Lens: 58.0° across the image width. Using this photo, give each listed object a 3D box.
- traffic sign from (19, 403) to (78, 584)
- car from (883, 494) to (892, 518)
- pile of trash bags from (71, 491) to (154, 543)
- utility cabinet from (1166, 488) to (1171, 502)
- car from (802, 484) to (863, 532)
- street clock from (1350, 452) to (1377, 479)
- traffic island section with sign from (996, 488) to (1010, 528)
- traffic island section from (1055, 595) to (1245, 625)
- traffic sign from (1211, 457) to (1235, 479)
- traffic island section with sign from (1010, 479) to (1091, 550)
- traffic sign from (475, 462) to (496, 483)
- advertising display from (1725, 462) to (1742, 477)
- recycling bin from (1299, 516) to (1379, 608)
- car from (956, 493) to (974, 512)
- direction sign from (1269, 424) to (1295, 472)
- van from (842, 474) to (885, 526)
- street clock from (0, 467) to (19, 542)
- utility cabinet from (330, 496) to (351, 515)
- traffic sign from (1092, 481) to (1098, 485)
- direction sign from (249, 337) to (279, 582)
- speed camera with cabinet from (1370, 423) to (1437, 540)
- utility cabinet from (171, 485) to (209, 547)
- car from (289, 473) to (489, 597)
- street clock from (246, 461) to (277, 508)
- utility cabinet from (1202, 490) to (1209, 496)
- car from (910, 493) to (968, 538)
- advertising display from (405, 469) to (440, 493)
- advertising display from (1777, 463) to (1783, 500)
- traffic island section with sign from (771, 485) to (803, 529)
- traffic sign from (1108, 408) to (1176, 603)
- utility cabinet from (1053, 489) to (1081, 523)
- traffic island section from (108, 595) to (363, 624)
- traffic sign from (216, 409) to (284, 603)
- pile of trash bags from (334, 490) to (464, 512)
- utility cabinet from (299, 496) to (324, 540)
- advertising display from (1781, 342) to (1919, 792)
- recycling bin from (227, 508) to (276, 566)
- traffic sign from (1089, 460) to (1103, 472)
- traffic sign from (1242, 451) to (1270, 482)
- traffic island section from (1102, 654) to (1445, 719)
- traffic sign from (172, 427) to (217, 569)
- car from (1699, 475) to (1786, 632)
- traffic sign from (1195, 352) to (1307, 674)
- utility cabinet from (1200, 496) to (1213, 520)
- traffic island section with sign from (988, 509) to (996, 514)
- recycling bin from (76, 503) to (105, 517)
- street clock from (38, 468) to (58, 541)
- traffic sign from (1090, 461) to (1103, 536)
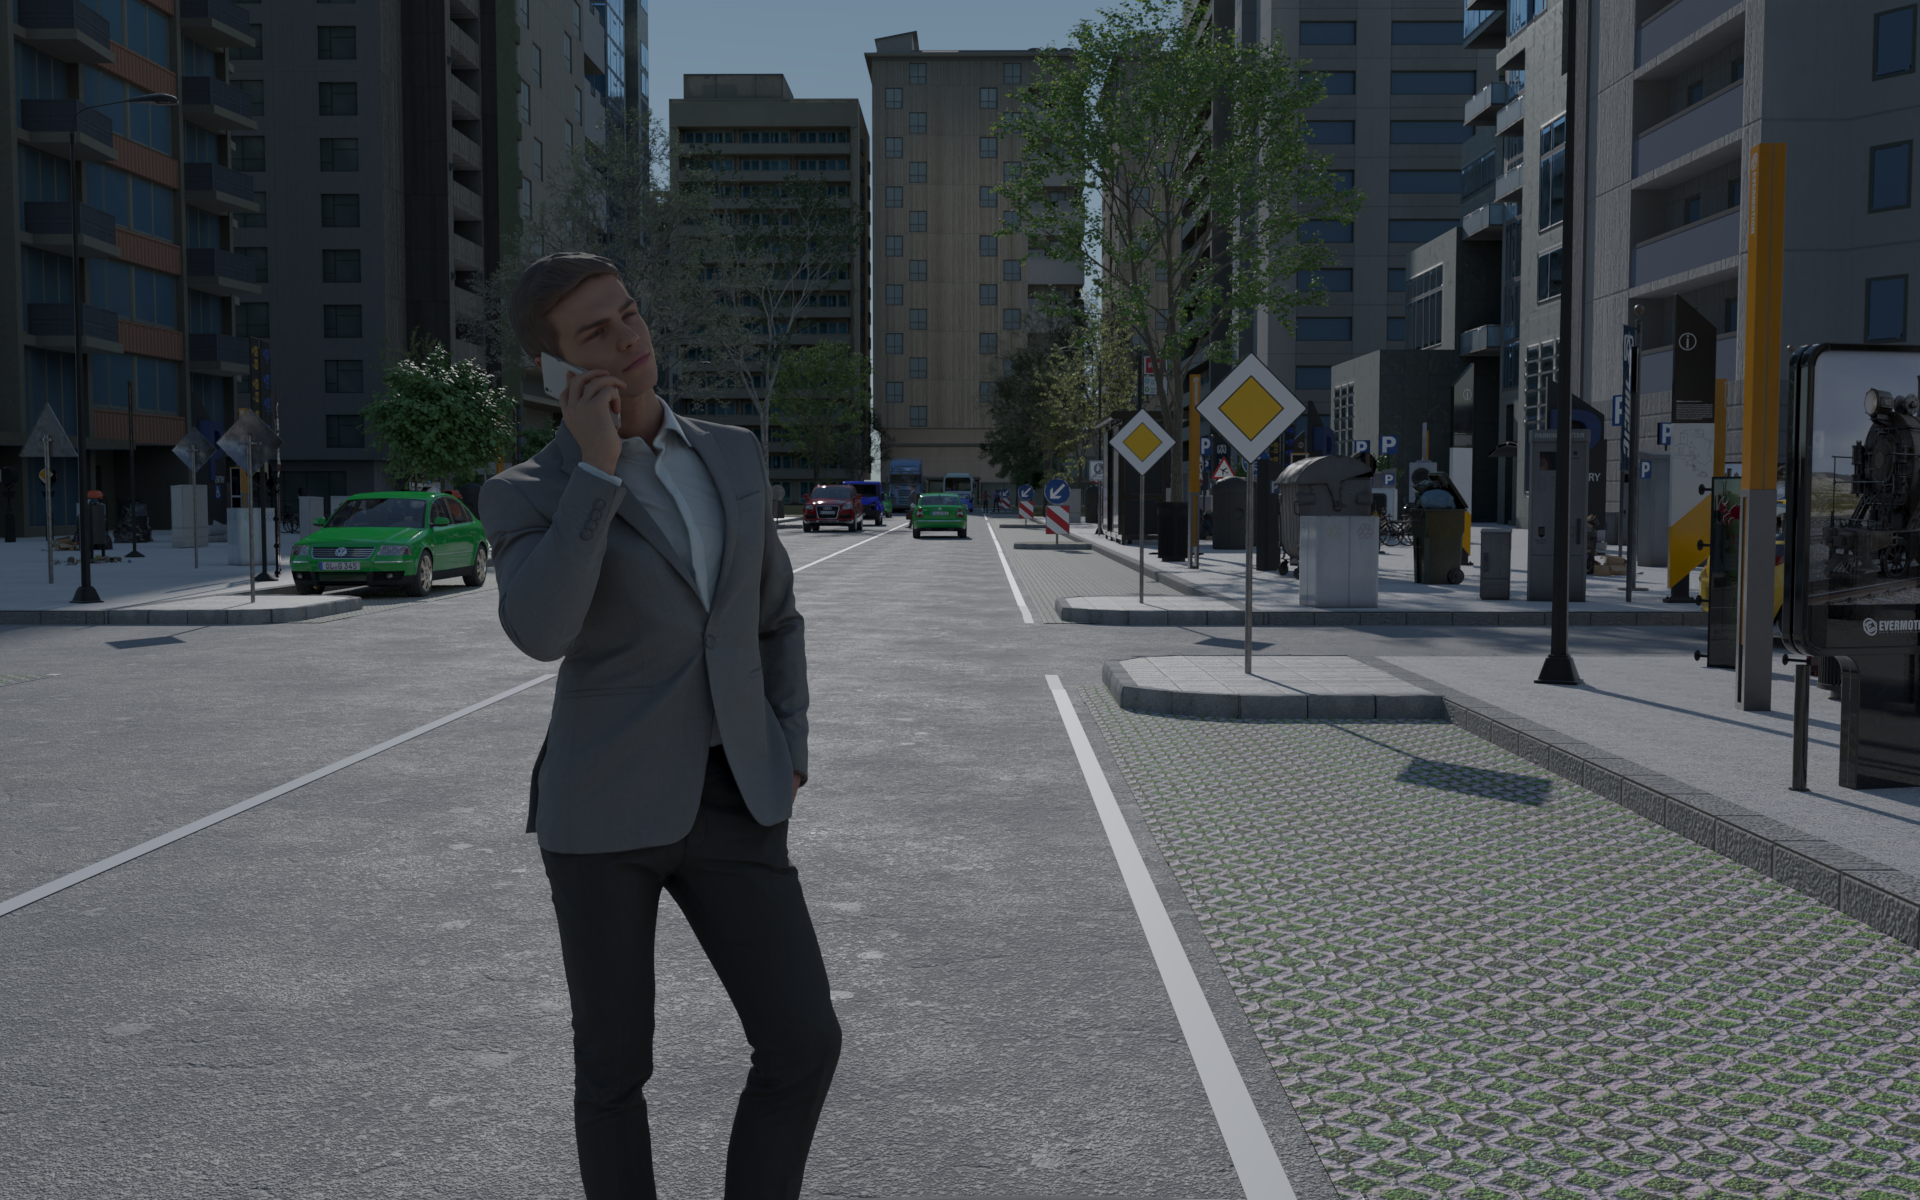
[{"bbox_3d":[-13.004,-1.511,24.706,0.884,2.594,0.081,0,4,6],"label":"traffic sign"},{"bbox_3d":[-5.120,-5.954,106.146,1.959,1.807,4.718,0,4,0],"label":"car"},{"bbox_3d":[-22.215,-2.165,45.143,1.912,1.369,3.447,-1,4,-16],"label":"pile of trash bags"},{"bbox_3d":[7.986,-3.334,63.183,1.173,1.500,0.318,-3,5,-43],"label":"utility cabinet"},{"bbox_3d":[-4.896,-3.577,67.161,2.281,1.827,5.304,0,4,1],"label":"car"},{"bbox_3d":[6.912,-1.546,29.843,0.471,2.002,0.358,0,4,-2],"label":"street clock"},{"bbox_3d":[2.647,-3.923,72.776,1.989,1.847,2.006,0,4,1],"label":"traffic island section with sign"},{"bbox_3d":[2.155,0.116,20.389,2.009,0.180,2.903,0,4,1],"label":"traffic island section"},{"bbox_3d":[9.165,-3.680,60.173,0.884,2.594,0.081,0,4,3],"label":"traffic sign"},{"bbox_3d":[2.397,-2.235,45.165,1.989,1.847,2.006,0,4,1],"label":"traffic island section with sign"},{"bbox_3d":[-12.841,-2.867,46.882,0.884,2.594,0.081,0,4,8],"label":"traffic sign"},{"bbox_3d":[15.286,-1.804,34.714,0.974,1.923,0.123,3,5,40],"label":"advertising display"},{"bbox_3d":[4.324,-0.442,19.787,0.722,1.027,0.722,0,4,-6],"label":"recycling bin"},{"bbox_3d":[0.156,-7.786,136.891,1.945,1.707,3.694,0,4,-1],"label":"car"},{"bbox_3d":[10.468,-3.938,56.380,0.876,3.537,0.379,3,4,37],"label":"direction sign"},{"bbox_3d":[-4.556,-4.631,80.106,2.240,2.365,5.245,0,4,-1],"label":"van"},{"bbox_3d":[-25.205,-2.529,45.914,0.471,2.002,0.358,1,4,14],"label":"street clock"},{"bbox_3d":[-18.913,-2.594,53.574,1.020,1.237,0.306,-1,4,-16],"label":"utility cabinet"},{"bbox_3d":[7.247,-5.560,91.019,0.768,2.556,0.104,0,4,5],"label":"traffic sign"},{"bbox_3d":[-10.248,-2.045,25.428,0.379,3.537,0.876,0,4,-6],"label":"direction sign"},{"bbox_3d":[12.140,-3.285,48.049,2.038,3.252,0.660,1,4,23],"label":"speed camera with cabinet"},{"bbox_3d":[-18.455,-2.006,41.476,0.318,1.500,1.173,0,4,3],"label":"utility cabinet"},{"bbox_3d":[-8.268,-1.014,25.383,1.959,1.807,4.718,0,3,0],"label":"car"},{"bbox_3d":[-14.655,-1.937,36.247,0.358,2.002,0.471,3,5,42],"label":"street clock"},{"bbox_3d":[13.604,-5.295,95.254,0.318,1.500,1.173,2,4,26],"label":"utility cabinet"},{"bbox_3d":[-0.690,-2.990,57.681,1.959,1.807,4.718,0,4,-1],"label":"car"},{"bbox_3d":[-12.444,-2.144,40.270,0.123,1.923,0.974,3,4,36],"label":"advertising display"},{"bbox_3d":[16.685,-1.871,35.797,0.974,1.923,0.123,2,4,25],"label":"advertising display"},{"bbox_3d":[-7.584,-3.879,72.044,1.989,1.847,2.006,0,4,1],"label":"traffic island section with sign"},{"bbox_3d":[2.131,-1.020,20.312,0.795,2.450,0.064,0,4,1],"label":"traffic sign"},{"bbox_3d":[4.604,-4.026,74.497,1.173,1.500,0.318,0,4,6],"label":"utility cabinet"},{"bbox_3d":[-8.386,0.109,20.491,2.009,0.180,2.903,0,4,1],"label":"traffic island section"},{"bbox_3d":[-8.362,-1.027,20.429,0.795,2.450,0.064,0,4,1],"label":"traffic sign"},{"bbox_3d":[-13.567,-1.961,41.822,3.447,1.369,1.912,1,4,14],"label":"pile of trash bags"},{"bbox_3d":[-16.819,-2.067,44.955,0.306,1.237,1.020,0,4,-1],"label":"utility cabinet"},{"bbox_3d":[4.045,-0.142,7.539,0.974,1.923,0.123,-1,4,-13],"label":"advertising display"},{"bbox_3d":[-12.784,-1.149,31.335,0.722,1.027,0.722,-3,4,-39],"label":"recycling bin"},{"bbox_3d":[5.222,-3.961,64.863,0.768,2.556,0.104,0,4,3],"label":"traffic sign"},{"bbox_3d":[8.094,-2.896,47.453,0.768,2.556,0.104,0,4,4],"label":"traffic sign"},{"bbox_3d":[2.081,0.604,12.404,2.009,0.180,2.903,0,4,1],"label":"traffic island section"},{"bbox_3d":[-13.158,-1.749,29.782,0.795,2.450,0.064,0,4,5],"label":"traffic sign"},{"bbox_3d":[9.279,-0.390,16.605,3.980,1.641,2.015,0,4,2],"label":"car"},{"bbox_3d":[2.058,-0.531,12.327,0.795,2.450,0.064,0,4,1],"label":"traffic sign"},{"bbox_3d":[9.577,-3.556,69.300,1.020,1.237,0.306,1,4,23],"label":"utility cabinet"},{"bbox_3d":[3.113,-6.992,122.942,1.989,1.847,2.006,0,4,1],"label":"traffic island section with sign"},{"bbox_3d":[-24.522,-2.222,48.876,0.722,1.027,0.722,-2,4,-28],"label":"recycling bin"},{"bbox_3d":[-24.926,-2.618,47.379,0.471,2.002,0.358,-2,4,-30],"label":"street clock"},{"bbox_3d":[4.279,-3.124,53.203,0.606,2.300,0.079,0,4,2],"label":"traffic sign"}]
